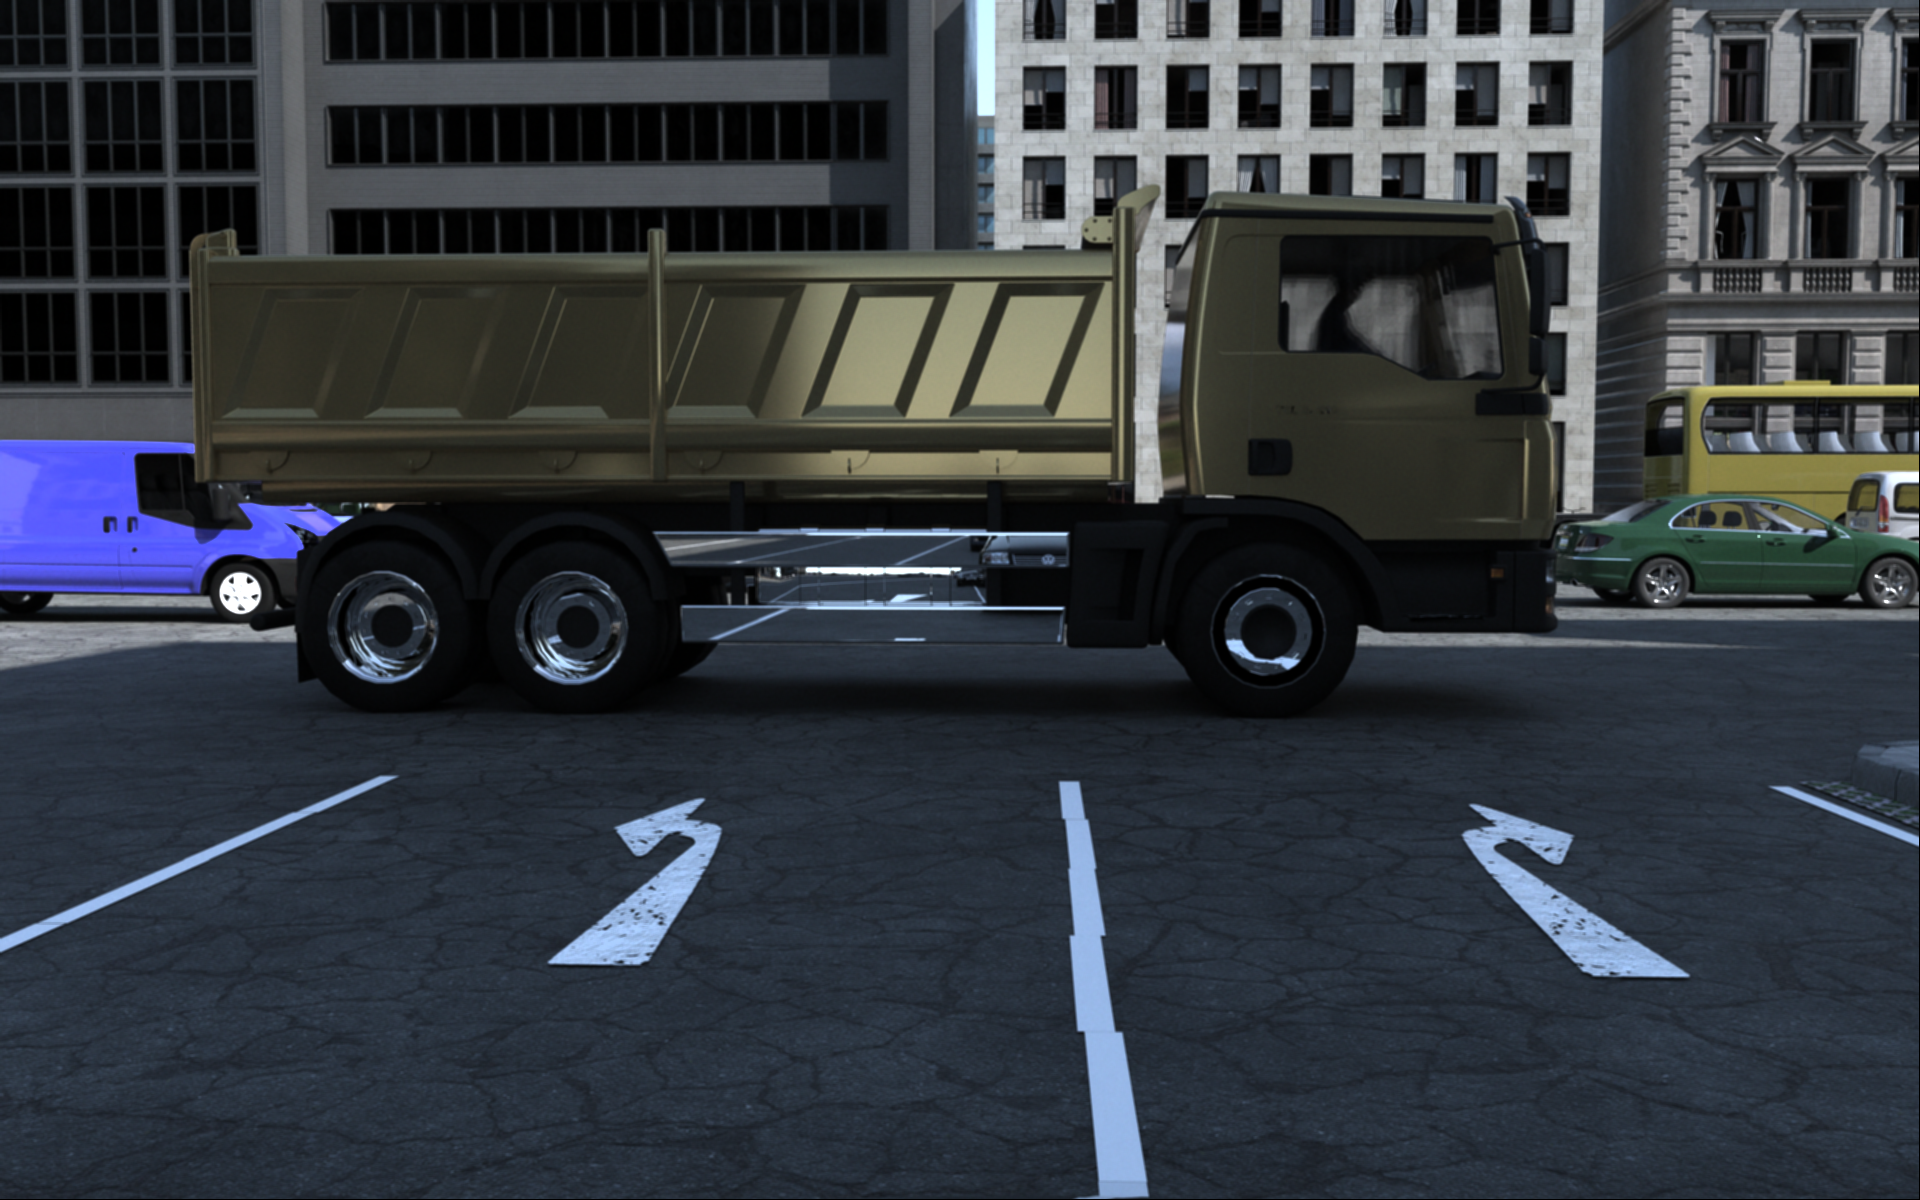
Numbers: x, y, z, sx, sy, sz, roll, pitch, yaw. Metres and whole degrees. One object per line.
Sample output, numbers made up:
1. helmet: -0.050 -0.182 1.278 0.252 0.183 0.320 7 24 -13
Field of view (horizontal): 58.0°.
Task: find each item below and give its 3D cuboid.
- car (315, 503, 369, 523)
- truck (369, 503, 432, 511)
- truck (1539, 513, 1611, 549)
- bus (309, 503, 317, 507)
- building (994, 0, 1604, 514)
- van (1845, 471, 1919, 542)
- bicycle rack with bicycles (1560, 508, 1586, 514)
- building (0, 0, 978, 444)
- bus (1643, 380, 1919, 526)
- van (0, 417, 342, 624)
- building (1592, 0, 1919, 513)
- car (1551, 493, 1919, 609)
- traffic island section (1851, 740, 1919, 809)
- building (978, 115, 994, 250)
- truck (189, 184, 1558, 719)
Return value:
1. car: -10.305 -1.297 30.796 1.945 1.707 3.694 0 4 2
2. truck: -3.603 -2.264 25.929 11.283 4.237 2.839 0 4 2
3. truck: 21.053 -3.013 39.019 18.799 4.110 2.967 0 4 3
4. bus: -8.989 -2.617 37.642 13.247 3.499 2.948 0 4 1
5. building: 9.583 -12.159 53.553 16.860 20.320 10.420 0 4 2
6. van: 18.570 -1.518 31.830 4.112 2.044 2.013 0 4 3
7. bicycle rack with bicycles: 15.177 -1.933 44.990 2.852 0.926 2.925 1 4 16
8. building: -14.555 -14.503 56.190 30.058 24.678 14.314 0 4 2
9. bus: 20.306 -2.637 34.656 12.252 3.916 2.896 0 4 3
10. van: -9.684 -0.955 20.000 5.245 2.365 2.240 0 4 1
11. building: 29.132 -13.669 52.361 19.941 23.489 11.050 0 4 2
12. car: 10.152 -0.648 22.400 4.920 1.459 2.131 0 4 2
13. traffic island section: 5.321 0.900 7.567 2.009 0.180 2.903 0 4 2
14. building: 9.881 -36.622 218.378 30.456 49.044 23.786 0 4 2
15. truck: -0.091 -0.998 12.249 9.791 3.379 3.469 0 4 3
